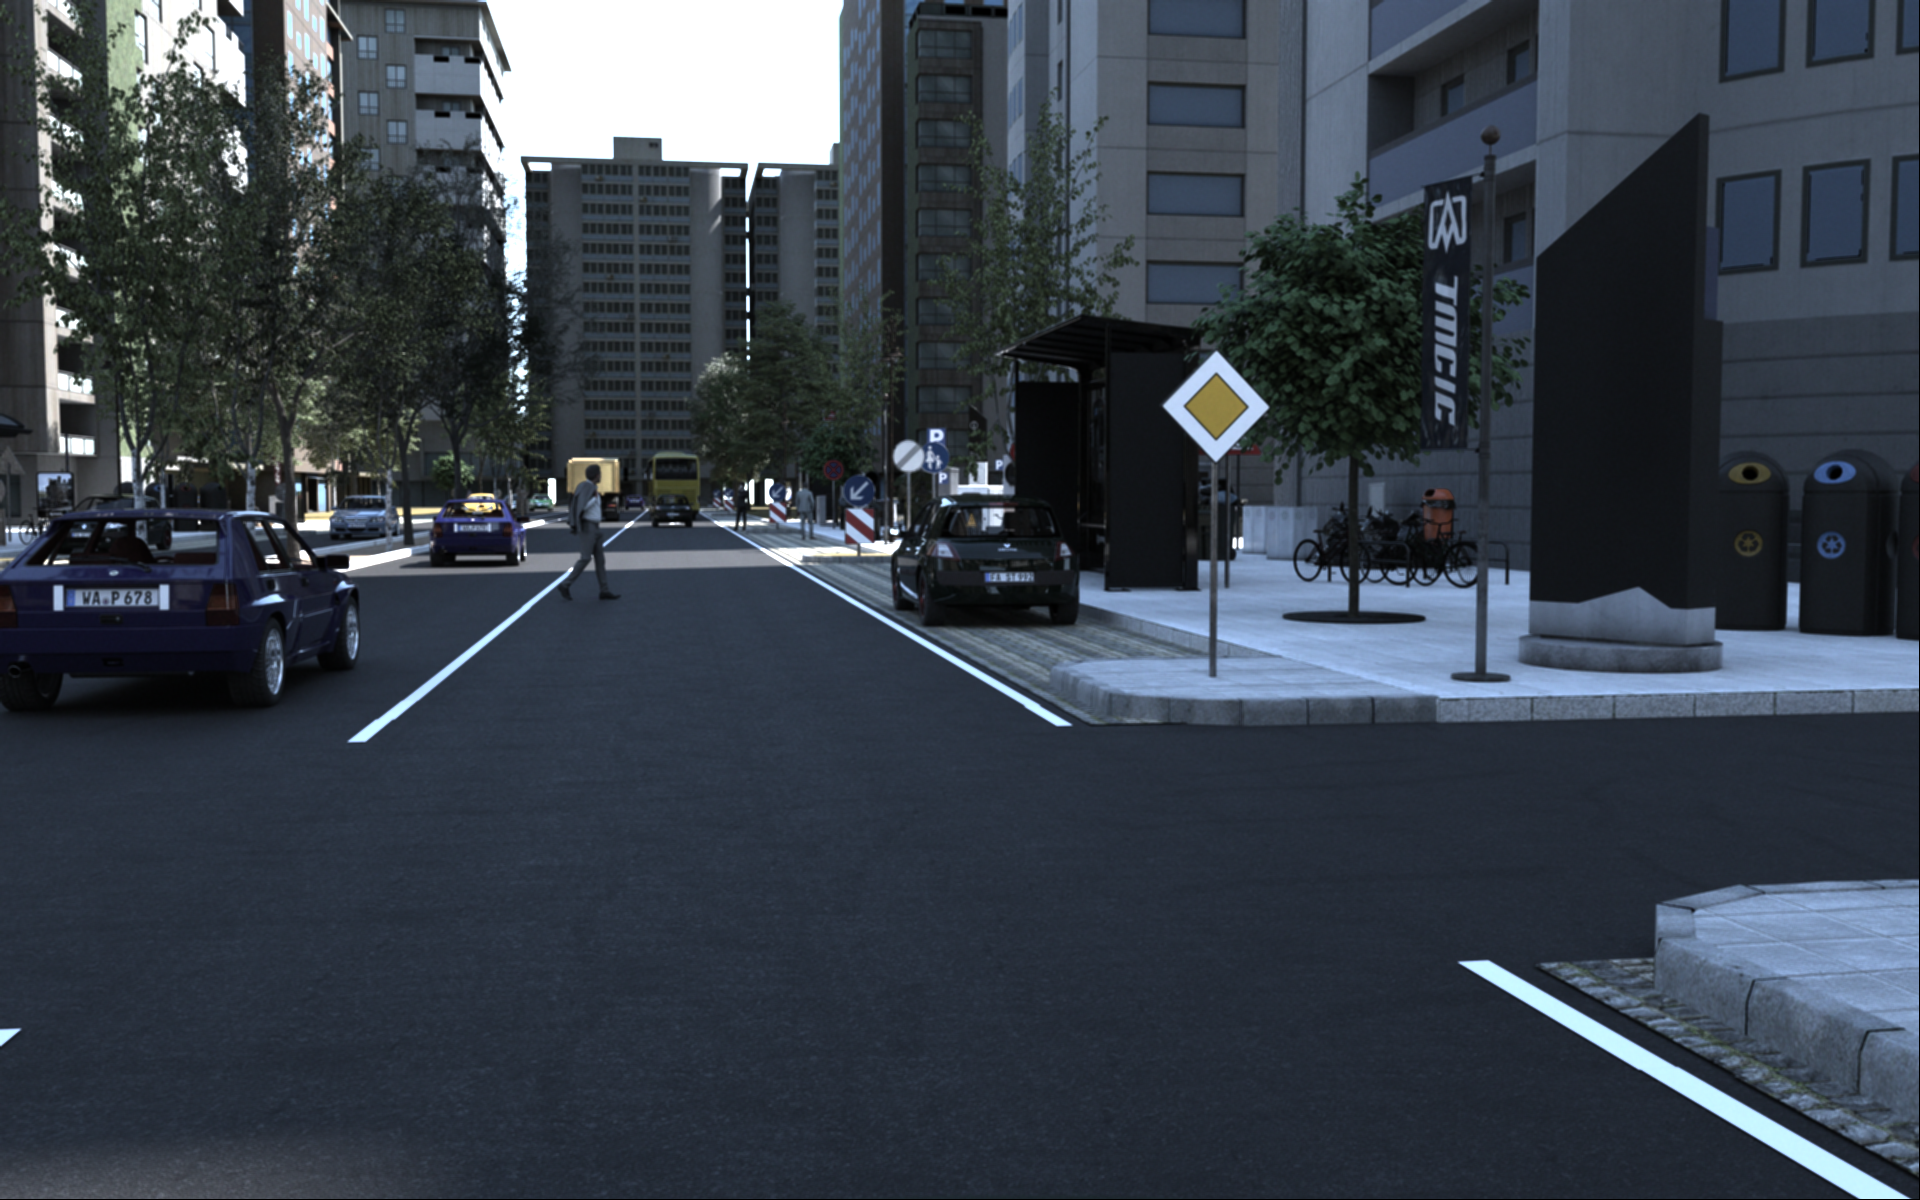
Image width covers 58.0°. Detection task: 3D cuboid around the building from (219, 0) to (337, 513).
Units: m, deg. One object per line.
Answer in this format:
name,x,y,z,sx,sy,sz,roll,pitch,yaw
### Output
building,-50.188,-28.401,114.468,14.600,45.320,14.200,-1,4,-10

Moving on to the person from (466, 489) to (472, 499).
person,-31.683,-6.282,111.877,0.621,1.740,0.551,-1,4,-15

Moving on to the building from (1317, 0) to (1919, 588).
building,22.649,-30.014,32.723,28.212,58.520,21.231,-1,4,-10

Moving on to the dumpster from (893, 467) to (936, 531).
dumpster,-1.303,-3.127,53.627,1.502,2.255,1.985,-1,4,-9

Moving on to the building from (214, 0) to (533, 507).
building,-60.450,-36.409,184.525,27.495,52.752,28.713,-1,4,-10

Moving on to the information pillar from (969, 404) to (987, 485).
information pillar,0.454,-3.274,44.886,0.504,3.616,0.183,1,4,18

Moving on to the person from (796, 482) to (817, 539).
person,-4.836,-2.798,54.346,0.635,1.810,0.391,0,4,6

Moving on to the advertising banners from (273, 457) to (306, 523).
advertising banners,-29.645,-4.915,76.545,2.074,3.025,0.090,2,4,31

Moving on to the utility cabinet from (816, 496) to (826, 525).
utility cabinet,-5.871,-3.791,73.146,0.306,1.237,1.020,-1,4,-13

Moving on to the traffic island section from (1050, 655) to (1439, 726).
traffic island section,1.793,0.618,12.170,2.009,0.180,2.903,-1,4,-10

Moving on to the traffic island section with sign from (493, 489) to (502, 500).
traffic island section with sign,-36.379,-7.812,136.355,1.989,1.847,2.006,-1,4,-10

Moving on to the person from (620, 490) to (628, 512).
person,-26.887,-7.842,137.233,1.217,1.766,0.721,-3,4,-36

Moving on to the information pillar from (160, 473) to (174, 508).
information pillar,-27.804,-3.442,60.768,0.304,2.012,0.304,1,4,20

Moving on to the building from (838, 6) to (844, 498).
building,-3.521,-28.450,148.758,14.154,41.232,14.086,-1,4,-10

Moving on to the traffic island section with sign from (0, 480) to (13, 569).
traffic island section with sign,-19.043,-1.529,33.621,1.989,1.847,2.006,-1,4,-10

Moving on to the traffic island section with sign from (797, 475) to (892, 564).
traffic island section with sign,-2.306,-1.700,36.427,1.989,1.847,2.006,-1,4,-10

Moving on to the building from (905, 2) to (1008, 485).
building,3.411,-20.509,107.027,14.160,30.474,14.107,-1,4,-10

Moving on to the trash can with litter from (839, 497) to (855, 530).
trash can with litter,-3.992,-3.102,62.101,0.624,1.170,1.055,-1,4,-14

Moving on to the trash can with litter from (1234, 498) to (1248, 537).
trash can with litter,8.023,-2.428,51.085,0.624,1.170,1.055,-2,4,-26

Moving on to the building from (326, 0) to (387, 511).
building,-61.677,-29.383,135.030,28.867,44.769,22.147,-1,4,-10

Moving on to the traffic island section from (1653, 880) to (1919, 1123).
traffic island section,3.123,1.100,4.296,2.009,0.180,2.903,-1,4,-10

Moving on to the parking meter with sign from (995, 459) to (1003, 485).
parking meter with sign,2.501,-5.610,87.991,0.543,3.016,1.738,3,4,37

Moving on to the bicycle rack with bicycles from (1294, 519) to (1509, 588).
bicycle rack with bicycles,6.535,-0.696,24.754,2.852,0.926,2.925,-2,4,-24

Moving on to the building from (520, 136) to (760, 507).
building,-35.345,-30.517,190.840,23.993,40.220,32.217,-1,4,-10

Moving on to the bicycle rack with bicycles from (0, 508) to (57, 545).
bicycle rack with bicycles,-24.336,-1.890,44.292,2.852,0.926,2.925,0,4,-7

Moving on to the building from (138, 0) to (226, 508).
building,-54.718,-30.755,92.076,28.713,52.752,27.495,-1,4,-10

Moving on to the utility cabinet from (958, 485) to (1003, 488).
utility cabinet,0.535,-2.172,44.195,1.173,1.500,0.318,0,4,1

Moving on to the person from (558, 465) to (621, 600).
person,-5.040,-0.910,23.484,0.850,1.850,0.679,0,4,0

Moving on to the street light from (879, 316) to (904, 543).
street light,-1.791,-4.428,45.180,0.468,5.910,1.993,-1,4,-10

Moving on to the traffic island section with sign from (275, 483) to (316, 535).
traffic island section with sign,-23.539,-3.157,60.250,1.989,1.847,2.006,-1,4,-10

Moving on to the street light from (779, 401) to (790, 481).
street light,-8.705,-6.933,86.135,0.468,5.910,1.993,-1,4,-10

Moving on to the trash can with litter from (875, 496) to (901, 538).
trash can with litter,-1.815,-2.401,50.311,2.233,1.210,1.678,-1,4,-20

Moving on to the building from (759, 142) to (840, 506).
building,-11.596,-30.728,194.291,23.993,40.220,32.217,-1,4,-10

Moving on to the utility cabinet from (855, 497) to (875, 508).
utility cabinet,-4.689,-4.663,84.911,0.318,1.500,1.173,-3,5,-44

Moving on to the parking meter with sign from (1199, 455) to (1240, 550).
parking meter with sign,5.559,-2.656,39.683,1.738,3.016,0.543,0,4,-5

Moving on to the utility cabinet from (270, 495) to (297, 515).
utility cabinet,-30.359,-4.086,77.974,1.020,1.237,0.306,0,4,3

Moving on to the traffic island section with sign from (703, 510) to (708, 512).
traffic island section with sign,-19.650,-7.979,139.089,1.989,1.847,2.006,-1,4,-10

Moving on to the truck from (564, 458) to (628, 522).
truck,-19.478,-5.905,92.469,3.469,3.379,9.791,-1,4,-11

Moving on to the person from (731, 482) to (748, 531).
person,-8.547,-3.643,67.423,0.648,1.900,0.474,3,5,40

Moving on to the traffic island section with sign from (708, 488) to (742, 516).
traffic island section with sign,-15.148,-6.354,112.511,1.989,1.847,2.006,-1,4,-10

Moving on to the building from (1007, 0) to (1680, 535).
building,12.629,-32.472,72.911,21.231,58.520,28.212,-1,4,-10

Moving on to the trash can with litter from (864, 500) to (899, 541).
trash can with litter,-2.179,-2.213,47.576,1.055,1.170,0.624,1,4,20

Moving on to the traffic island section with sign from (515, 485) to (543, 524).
traffic island section with sign,-21.311,-4.648,84.139,2.006,1.907,1.989,-1,4,-10

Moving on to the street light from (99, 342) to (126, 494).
street light,-24.095,-4.696,49.571,0.468,5.910,1.993,-1,4,-10

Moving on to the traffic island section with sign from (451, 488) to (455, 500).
traffic island section with sign,-31.897,-6.186,109.774,1.989,1.847,2.006,-1,4,-10

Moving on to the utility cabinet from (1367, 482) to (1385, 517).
utility cabinet,7.994,-1.507,33.311,0.318,1.500,1.173,1,4,13

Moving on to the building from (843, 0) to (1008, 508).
building,-1.452,-29.626,134.491,14.600,45.320,14.200,-1,4,-10

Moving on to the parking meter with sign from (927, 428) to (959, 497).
parking meter with sign,-0.310,-3.076,46.550,0.543,3.016,1.738,1,4,21

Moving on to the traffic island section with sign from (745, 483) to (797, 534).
traffic island section with sign,-6.791,-3.326,63.008,1.989,1.847,2.006,-1,4,-10
